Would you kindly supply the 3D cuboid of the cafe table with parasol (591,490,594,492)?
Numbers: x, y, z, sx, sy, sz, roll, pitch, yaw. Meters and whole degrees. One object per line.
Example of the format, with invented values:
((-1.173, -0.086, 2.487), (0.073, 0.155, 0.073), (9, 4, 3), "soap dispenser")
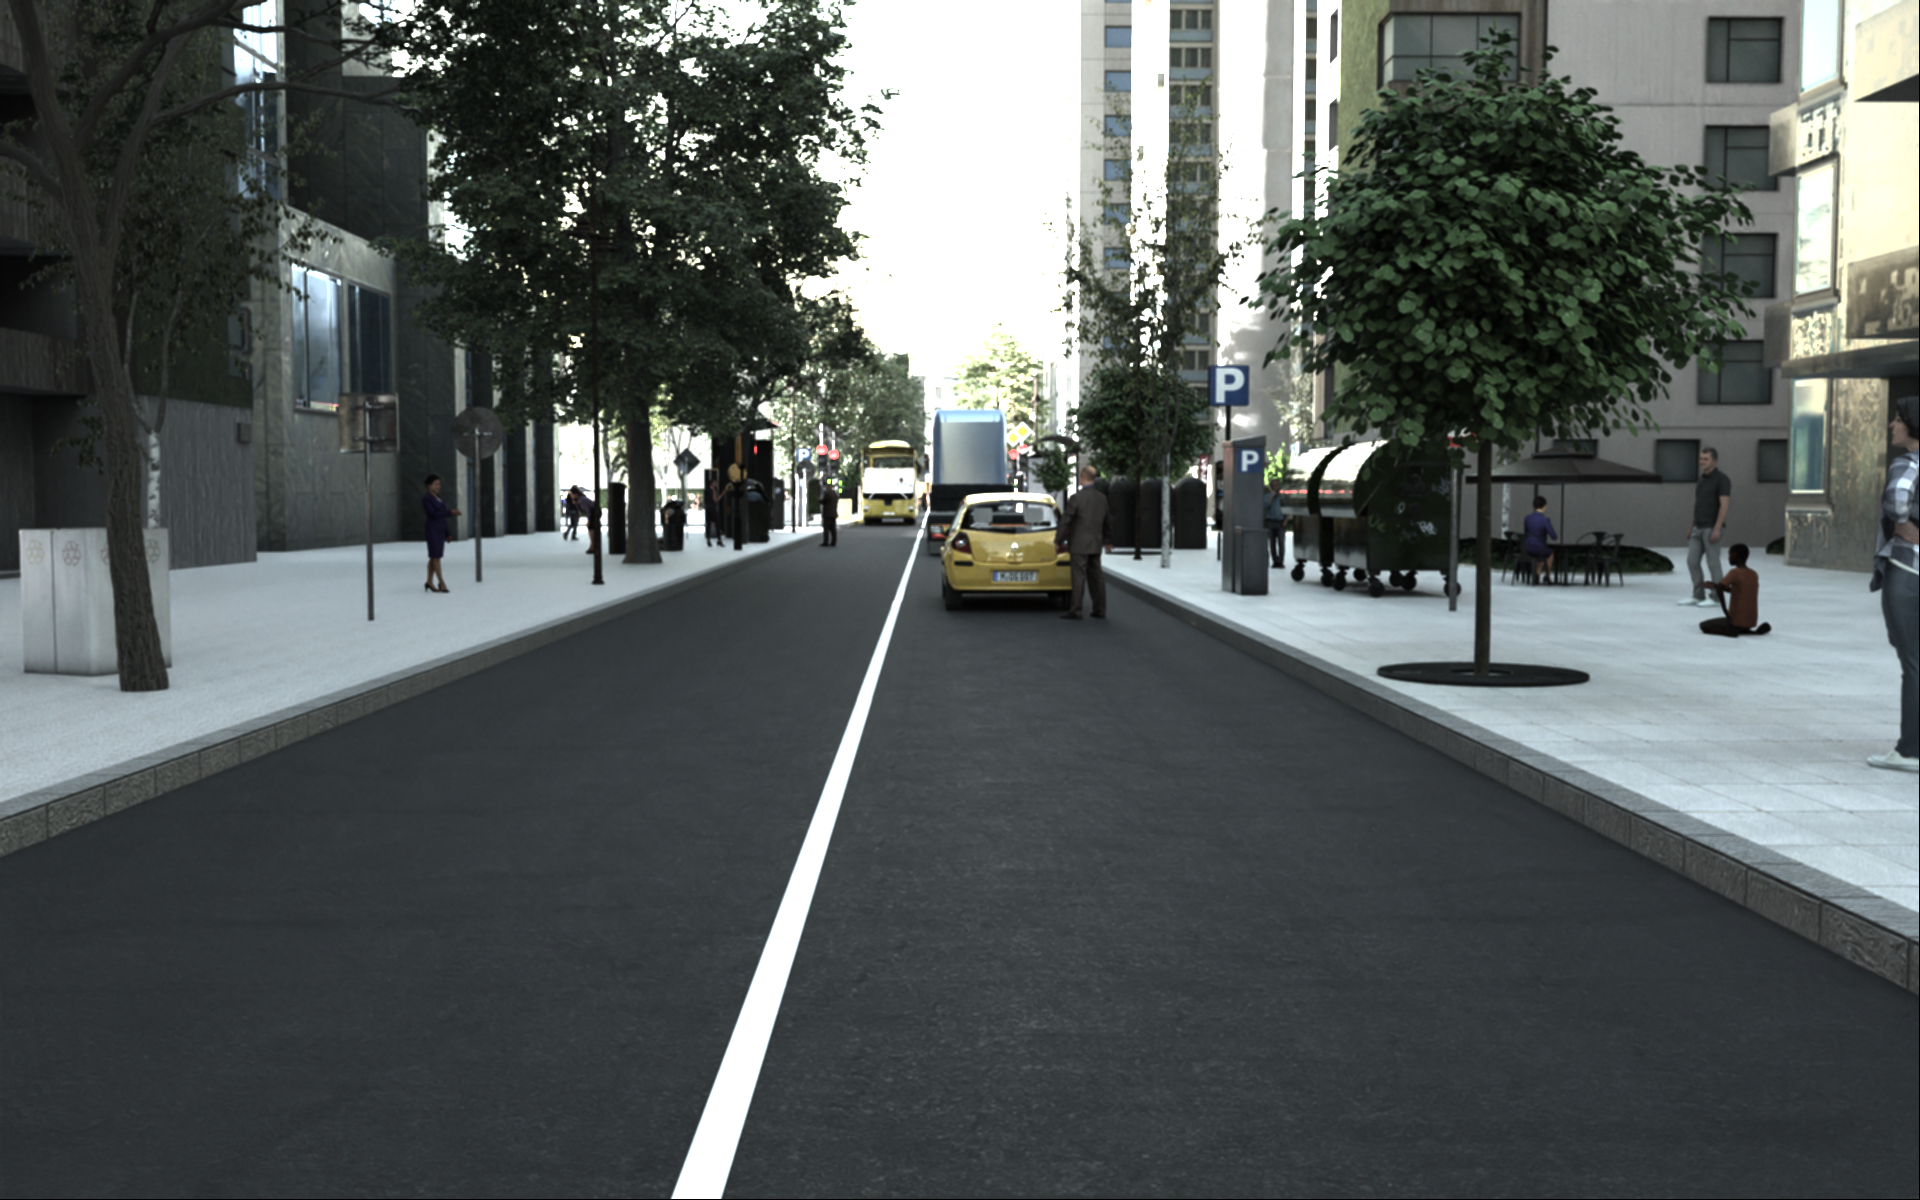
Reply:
((-31.367, -8.467, 143.297), (2.610, 1.966, 2.610), (2, 4, 31), "cafe table with parasol")

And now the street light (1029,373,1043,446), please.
((2.898, -5.727, 66.422), (0.468, 5.910, 1.993), (0, 4, -1), "street light")

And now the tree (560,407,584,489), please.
((-30.616, -11.520, 138.714), (4.360, 8.622, 3.978), (0, 3, 0), "tree")

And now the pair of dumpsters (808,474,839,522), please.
((-6.637, -4.889, 82.432), (1.574, 2.255, 4.437), (0, 4, -1), "pair of dumpsters")

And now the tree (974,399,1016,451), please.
((1.959, -11.012, 130.411), (4.360, 8.622, 3.978), (0, 3, 0), "tree")

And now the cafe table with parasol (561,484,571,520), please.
((-20.237, -4.894, 84.877), (2.610, 1.966, 2.610), (-1, 4, -18), "cafe table with parasol")

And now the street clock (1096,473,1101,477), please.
((3.418, -2.467, 44.903), (0.358, 2.002, 0.471), (3, 5, 42), "street clock")

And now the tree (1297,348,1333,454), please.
((16.262, -7.951, 80.355), (4.360, 8.622, 3.978), (0, 3, 0), "tree")

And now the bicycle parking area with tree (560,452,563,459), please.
((-29.650, -7.930, 116.658), (8.231, 4.147, 9.016), (0, 4, 7), "bicycle parking area with tree")

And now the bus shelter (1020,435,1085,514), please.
((3.260, -4.146, 61.712), (2.014, 3.302, 5.546), (0, 4, -1), "bus shelter")

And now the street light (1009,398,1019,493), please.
((2.628, -6.783, 83.696), (0.468, 5.910, 1.993), (0, 4, -1), "street light")

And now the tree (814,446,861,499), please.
((-7.342, -7.390, 104.534), (4.285, 4.588, 4.351), (0, 3, 0), "tree")

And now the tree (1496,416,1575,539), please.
((12.202, -5.345, 37.746), (4.737, 8.622, 4.395), (0, 3, 0), "tree")

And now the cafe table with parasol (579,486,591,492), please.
((-25.027, -6.295, 107.786), (2.610, 1.966, 2.610), (2, 4, 30), "cafe table with parasol")

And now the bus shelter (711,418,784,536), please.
((-6.840, -3.977, 56.314), (1.731, 3.624, 6.357), (0, 4, -1), "bus shelter")

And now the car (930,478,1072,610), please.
((0.615, -0.773, 22.863), (2.015, 1.641, 3.980), (0, 4, -1), "car")

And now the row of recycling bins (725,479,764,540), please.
((-6.118, -2.588, 49.435), (1.069, 1.692, 3.534), (-1, 4, -12), "row of recycling bins")

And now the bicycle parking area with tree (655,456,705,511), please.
((-22.305, -9.023, 134.520), (9.016, 4.147, 8.231), (0, 4, -6), "bicycle parking area with tree")

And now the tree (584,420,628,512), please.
((-24.137, -10.625, 124.074), (4.360, 8.622, 3.978), (0, 3, 0), "tree")

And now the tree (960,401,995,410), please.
((1.903, -16.175, 190.220), (9.928, 11.665, 9.643), (0, 3, 0), "tree")

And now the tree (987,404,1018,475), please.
((2.638, -14.480, 171.160), (7.601, 10.594, 8.767), (1, 4, 20), "tree")

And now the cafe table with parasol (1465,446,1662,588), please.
((8.503, -1.198, 24.455), (2.610, 1.966, 2.610), (1, 4, 20), "cafe table with parasol")

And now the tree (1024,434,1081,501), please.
((3.089, -3.695, 55.007), (1.663, 3.219, 1.824), (0, 3, 0), "tree")

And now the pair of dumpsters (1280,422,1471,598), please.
((5.530, -1.278, 23.389), (1.574, 2.255, 4.437), (0, 4, -1), "pair of dumpsters")

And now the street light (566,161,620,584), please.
((-5.153, -3.162, 24.480), (0.468, 5.910, 1.993), (0, 4, -1), "street light")

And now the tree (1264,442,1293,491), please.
((12.028, -4.279, 64.556), (1.663, 3.219, 1.824), (0, 3, 0), "tree")

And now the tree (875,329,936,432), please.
((-9.073, -21.152, 201.717), (12.611, 20.169, 13.585), (0, 3, 0), "tree")

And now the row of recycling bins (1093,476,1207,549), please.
((4.377, -2.101, 41.468), (3.534, 1.692, 1.069), (3, 5, 42), "row of recycling bins")

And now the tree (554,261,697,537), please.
((-10.206, -6.183, 51.451), (4.737, 8.622, 4.395), (0, 3, 0), "tree")

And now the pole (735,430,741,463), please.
((-6.723, -3.589, 52.523), (0.158, 3.312, 0.155), (0, 3, 0), "pole")

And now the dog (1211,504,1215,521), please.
((12.262, -4.170, 82.552), (0.513, 0.831, 0.800), (3, 5, 44), "dog")

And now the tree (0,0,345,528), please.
((-9.930, -4.345, 21.399), (4.360, 8.622, 3.978), (0, 3, 0), "tree")

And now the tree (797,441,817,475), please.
((-10.881, -11.483, 138.105), (4.360, 8.622, 3.978), (0, 3, 0), "tree")

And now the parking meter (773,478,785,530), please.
((-6.466, -3.443, 62.001), (0.399, 1.863, 0.255), (1, 4, 9), "parking meter")

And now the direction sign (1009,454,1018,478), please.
((3.015, -6.464, 97.684), (0.379, 3.537, 0.876), (2, 4, 34), "direction sign")

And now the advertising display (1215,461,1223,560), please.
((5.352, -1.715, 33.247), (0.974, 1.923, 0.123), (3, 5, 39), "advertising display")

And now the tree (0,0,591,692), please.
((-5.658, -4.697, 11.207), (7.601, 10.594, 8.767), (2, 4, 25), "tree")

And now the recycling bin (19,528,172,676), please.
((-6.280, -0.003, 12.600), (0.722, 1.027, 0.722), (1, 4, 22), "recycling bin")

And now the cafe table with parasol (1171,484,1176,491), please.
((8.777, -4.411, 76.985), (2.610, 1.966, 2.610), (3, 4, 37), "cafe table with parasol")

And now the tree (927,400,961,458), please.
((0.600, -19.328, 226.385), (12.009, 13.543, 11.850), (0, 3, 0), "tree")

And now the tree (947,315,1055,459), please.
((2.517, -11.700, 109.423), (7.486, 12.596, 7.792), (0, 3, 0), "tree")

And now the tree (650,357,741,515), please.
((-17.403, -11.152, 108.096), (9.928, 11.665, 9.643), (0, 3, 0), "tree")

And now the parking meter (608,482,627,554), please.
((-7.327, -1.751, 37.036), (0.372, 1.533, 0.369), (0, 3, 0), "parking meter")

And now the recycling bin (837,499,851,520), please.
((-5.825, -4.549, 86.937), (0.722, 1.027, 0.722), (0, 4, -3), "recycling bin")

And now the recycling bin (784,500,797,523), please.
((-7.727, -3.955, 77.223), (0.722, 1.027, 0.722), (3, 5, 43), "recycling bin")

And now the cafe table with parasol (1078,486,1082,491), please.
((7.327, -5.572, 95.960), (2.610, 1.966, 2.610), (2, 4, 28), "cafe table with parasol")

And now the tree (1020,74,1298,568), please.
((3.338, -4.865, 29.901), (4.360, 8.622, 3.978), (0, 3, 0), "tree")

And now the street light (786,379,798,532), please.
((-5.561, -5.197, 57.751), (0.468, 5.910, 1.993), (0, 4, -1), "street light")

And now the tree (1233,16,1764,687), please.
((3.620, -1.738, 12.135), (4.285, 4.588, 4.351), (0, 3, 0), "tree")

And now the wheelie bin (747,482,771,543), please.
((-5.389, -2.326, 45.940), (0.693, 1.594, 0.980), (-1, 4, -14), "wheelie bin")

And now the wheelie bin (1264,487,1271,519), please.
((13.242, -4.138, 75.562), (0.980, 1.594, 0.693), (-3, 5, -42), "wheelie bin")

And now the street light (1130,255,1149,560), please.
((3.476, -3.726, 33.713), (0.468, 5.910, 1.993), (0, 4, -1), "street light")

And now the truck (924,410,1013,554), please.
((0.360, -3.644, 49.344), (2.967, 4.110, 18.799), (0, 4, -1), "truck")

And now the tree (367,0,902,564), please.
((-5.908, -7.648, 31.693), (9.857, 13.997, 8.962), (0, 3, 0), "tree")

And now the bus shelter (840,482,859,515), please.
((-7.128, -7.310, 110.797), (1.731, 3.624, 6.357), (0, 4, -1), "bus shelter")

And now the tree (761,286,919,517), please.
((-7.325, -10.948, 96.009), (9.611, 12.733, 9.660), (0, 3, 0), "tree")

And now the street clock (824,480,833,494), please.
((-5.681, -4.234, 73.799), (0.471, 2.002, 0.358), (-2, 4, -30), "street clock")

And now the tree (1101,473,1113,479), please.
((7.273, -5.748, 88.578), (1.663, 3.219, 1.824), (0, 3, 0), "tree")

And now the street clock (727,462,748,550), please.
((-5.109, -2.154, 39.794), (0.471, 2.002, 0.358), (0, 4, -6), "street clock")
